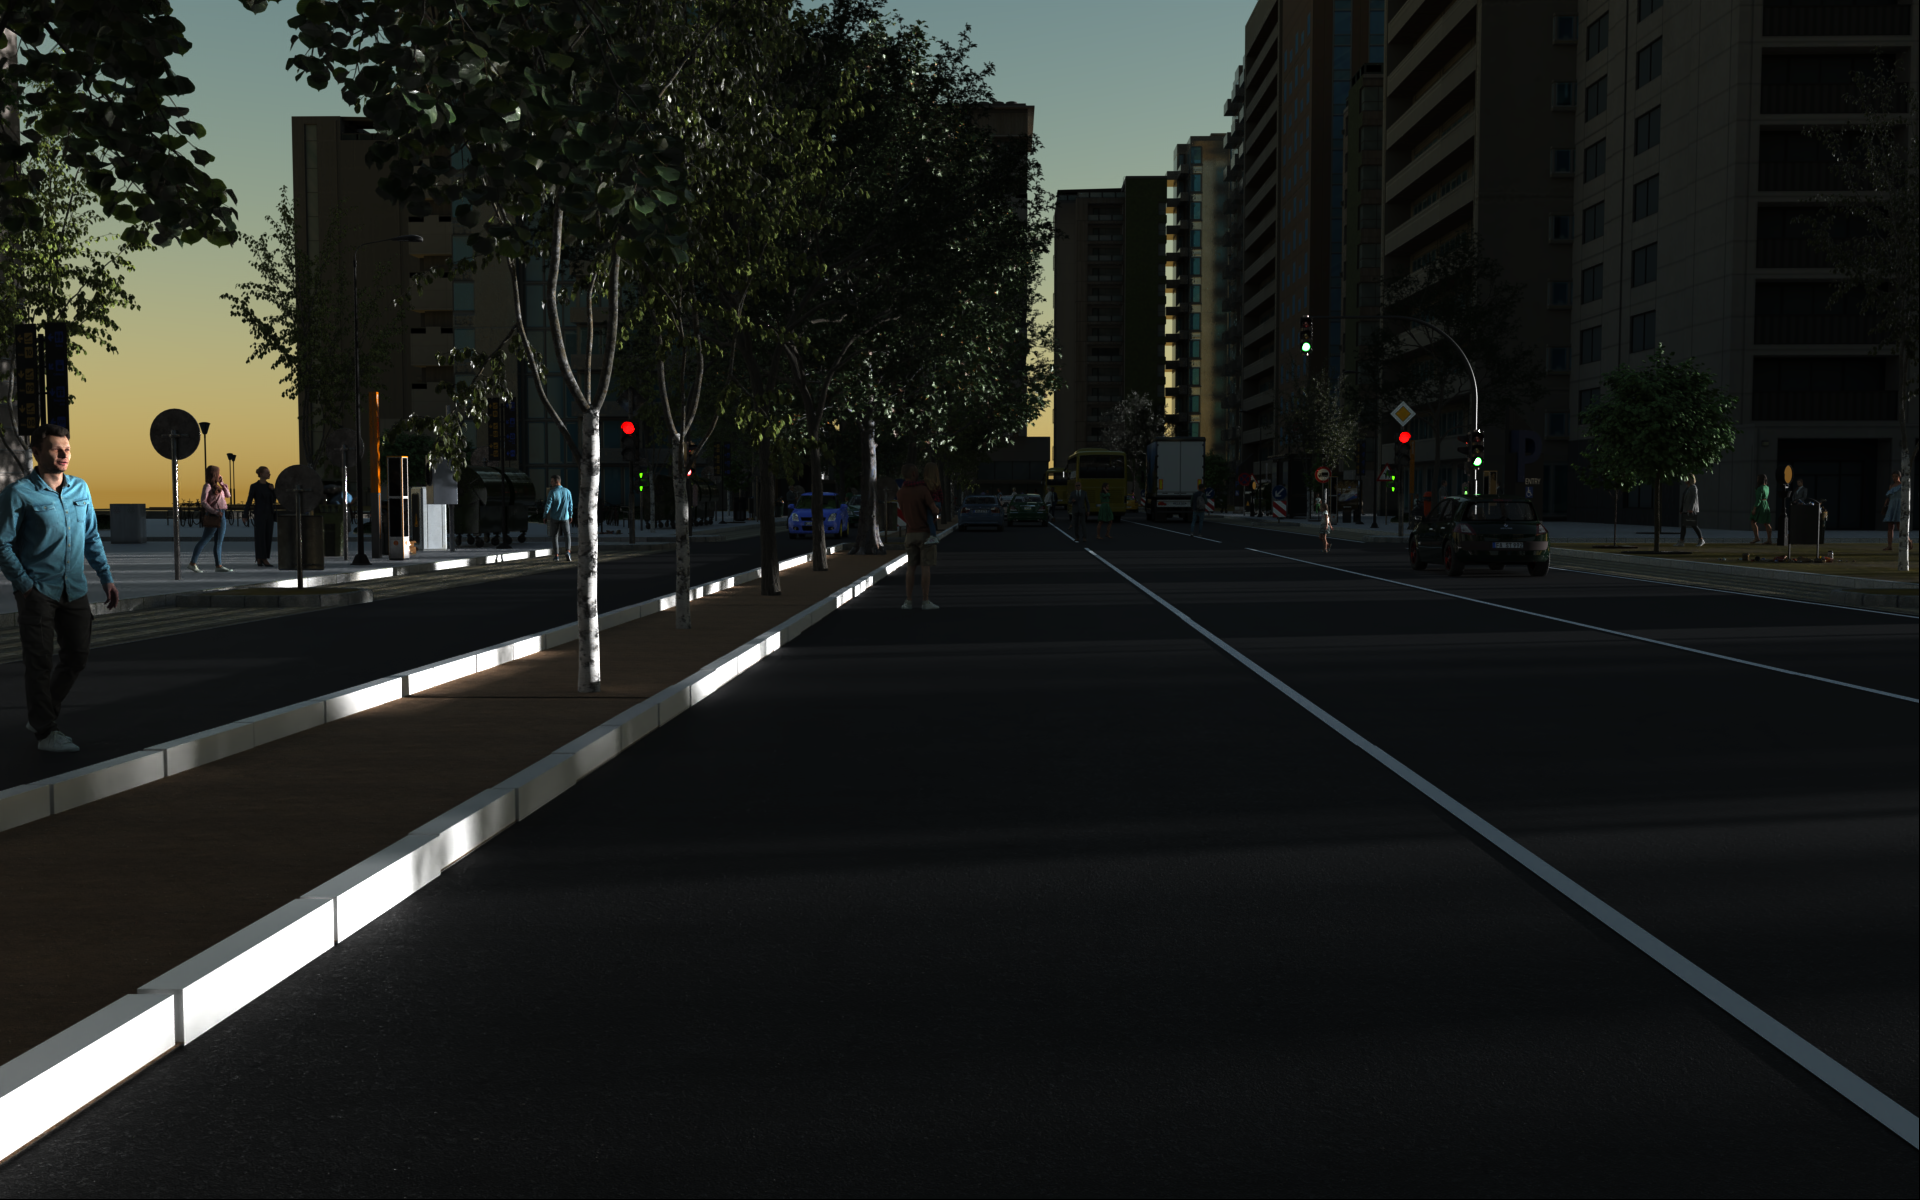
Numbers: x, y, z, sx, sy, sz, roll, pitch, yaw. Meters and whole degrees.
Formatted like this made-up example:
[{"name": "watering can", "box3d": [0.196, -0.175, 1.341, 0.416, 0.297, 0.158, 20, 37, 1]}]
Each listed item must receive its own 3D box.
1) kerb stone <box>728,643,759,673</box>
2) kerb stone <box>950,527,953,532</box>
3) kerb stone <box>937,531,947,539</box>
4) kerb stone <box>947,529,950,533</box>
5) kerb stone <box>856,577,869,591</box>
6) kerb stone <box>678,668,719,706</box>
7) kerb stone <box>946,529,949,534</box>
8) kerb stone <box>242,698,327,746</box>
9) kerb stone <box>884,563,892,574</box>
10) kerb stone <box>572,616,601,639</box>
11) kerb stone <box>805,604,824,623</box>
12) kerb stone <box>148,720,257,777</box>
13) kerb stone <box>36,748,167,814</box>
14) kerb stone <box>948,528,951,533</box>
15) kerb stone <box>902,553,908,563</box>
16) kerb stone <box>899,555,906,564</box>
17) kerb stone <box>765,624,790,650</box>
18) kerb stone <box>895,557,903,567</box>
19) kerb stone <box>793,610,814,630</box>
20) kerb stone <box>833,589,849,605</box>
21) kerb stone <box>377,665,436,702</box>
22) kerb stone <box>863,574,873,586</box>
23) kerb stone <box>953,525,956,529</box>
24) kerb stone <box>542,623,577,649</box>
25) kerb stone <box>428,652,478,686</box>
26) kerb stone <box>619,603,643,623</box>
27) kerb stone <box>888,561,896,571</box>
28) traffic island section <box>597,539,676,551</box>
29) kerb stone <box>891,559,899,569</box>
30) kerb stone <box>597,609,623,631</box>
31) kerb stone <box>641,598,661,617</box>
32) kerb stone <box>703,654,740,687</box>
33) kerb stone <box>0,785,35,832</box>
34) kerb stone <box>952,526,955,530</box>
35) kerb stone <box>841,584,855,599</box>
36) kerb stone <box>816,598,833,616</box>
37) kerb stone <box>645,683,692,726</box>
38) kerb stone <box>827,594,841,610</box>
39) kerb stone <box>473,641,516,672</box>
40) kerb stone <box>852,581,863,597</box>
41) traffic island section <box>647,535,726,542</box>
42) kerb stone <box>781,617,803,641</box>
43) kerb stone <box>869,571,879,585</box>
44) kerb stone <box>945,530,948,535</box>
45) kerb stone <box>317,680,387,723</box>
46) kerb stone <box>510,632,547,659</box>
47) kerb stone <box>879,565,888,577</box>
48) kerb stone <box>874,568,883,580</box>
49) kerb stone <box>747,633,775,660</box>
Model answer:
[{"name": "kerb stone", "box3d": [-1.802, 0.490, 14.208, 0.120, 0.150, 1.000, 0, 4, 2]}, {"name": "kerb stone", "box3d": [-0.433, -2.495, 62.985, 0.120, 0.150, 1.000, 0, 4, 2]}, {"name": "kerb stone", "box3d": [-0.603, -2.119, 56.836, 0.120, 0.150, 1.000, 0, 4, 2]}, {"name": "kerb stone", "box3d": [-0.515, -2.307, 59.920, 0.120, 0.150, 1.000, 0, 4, 2]}, {"name": "kerb stone", "box3d": [-1.483, -0.200, 25.474, 0.120, 0.150, 1.000, 0, 4, 2]}, {"name": "kerb stone", "box3d": [-1.857, 0.620, 12.165, 0.120, 0.150, 1.000, 0, 4, 2]}, {"name": "kerb stone", "box3d": [-0.541, -2.240, 58.894, 0.120, 0.150, 1.000, 0, 4, 2]}, {"name": "kerb stone", "box3d": [-4.015, 0.731, 10.241, 0.120, 0.150, 1.000, 0, 4, 2]}, {"name": "kerb stone", "box3d": [-1.341, -0.514, 30.598, 0.120, 0.150, 1.000, 0, 4, 2]}, {"name": "kerb stone", "box3d": [-3.810, 0.293, 17.404, 0.120, 0.150, 1.000, 0, 4, 2]}, {"name": "kerb stone", "box3d": [-1.656, 0.176, 19.322, 0.120, 0.150, 1.000, 0, 4, 2]}, {"name": "kerb stone", "box3d": [-4.037, 0.794, 9.219, 0.120, 0.150, 1.000, 0, 4, 2]}, {"name": "kerb stone", "box3d": [-4.069, 0.862, 8.190, 0.120, 0.150, 1.000, 0, 4, 2]}, {"name": "kerb stone", "box3d": [-0.481, -2.370, 60.941, 0.120, 0.150, 1.000, 0, 4, 2]}, {"name": "kerb stone", "box3d": [-1.202, -0.826, 35.722, 0.120, 0.150, 1.000, 0, 4, 2]}, {"name": "kerb stone", "box3d": [-1.225, -0.764, 34.691, 0.120, 0.150, 1.000, 0, 4, 2]}, {"name": "kerb stone", "box3d": [-1.742, 0.363, 16.257, 0.120, 0.150, 1.000, 0, 4, 2]}, {"name": "kerb stone", "box3d": [-1.257, -0.702, 33.669, 0.120, 0.150, 1.000, 0, 4, 2]}, {"name": "kerb stone", "box3d": [-1.688, 0.238, 18.300, 0.120, 0.150, 1.000, 0, 4, 2]}, {"name": "kerb stone", "box3d": [-1.578, -0.012, 22.393, 0.120, 0.150, 1.000, 0, 4, 2]}, {"name": "kerb stone", "box3d": [-3.961, 0.606, 12.288, 0.120, 0.150, 1.000, 0, 4, 2]}, {"name": "kerb stone", "box3d": [-1.462, -0.262, 26.502, 0.120, 0.150, 1.000, 0, 4, 2]}, {"name": "kerb stone", "box3d": [-0.335, -2.683, 66.060, 0.120, 0.150, 1.000, 0, 4, 2]}, {"name": "kerb stone", "box3d": [-3.835, 0.356, 16.378, 0.120, 0.150, 1.000, 0, 4, 2]}, {"name": "kerb stone", "box3d": [-3.934, 0.543, 13.309, 0.120, 0.150, 1.000, 0, 4, 2]}, {"name": "kerb stone", "box3d": [-3.758, 0.168, 19.450, 0.120, 0.150, 1.000, 0, 4, 2]}, {"name": "kerb stone", "box3d": [-1.315, -0.576, 31.620, 0.120, 0.150, 1.000, 0, 4, 2]}, {"name": "traffic island section", "box3d": [-8.524, -1.386, 44.937, 2.009, 0.180, 2.903, 0, 4, 2]}, {"name": "kerb stone", "box3d": [-1.282, -0.639, 32.641, 0.120, 0.150, 1.000, 0, 4, 2]}, {"name": "kerb stone", "box3d": [-3.785, 0.232, 18.428, 0.120, 0.150, 1.000, 0, 4, 2]}, {"name": "kerb stone", "box3d": [-3.724, 0.107, 20.471, 0.120, 0.150, 1.000, 0, 4, 2]}, {"name": "kerb stone", "box3d": [-1.832, 0.551, 13.186, 0.120, 0.150, 1.000, 0, 4, 2]}, {"name": "kerb stone", "box3d": [-4.103, 0.922, 7.169, 0.120, 0.150, 1.000, 0, 4, 2]}, {"name": "kerb stone", "box3d": [-0.359, -2.619, 65.035, 0.120, 0.150, 1.000, 0, 4, 2]}, {"name": "kerb stone", "box3d": [-1.554, -0.075, 23.426, 0.120, 0.150, 1.000, 0, 4, 2]}, {"name": "kerb stone", "box3d": [-1.631, 0.113, 20.348, 0.120, 0.150, 1.000, 0, 4, 2]}, {"name": "kerb stone", "box3d": [-1.891, 0.678, 11.142, 0.120, 0.150, 1.000, 0, 4, 2]}, {"name": "kerb stone", "box3d": [-1.603, 0.055, 21.370, 0.120, 0.150, 1.000, 0, 4, 2]}, {"name": "kerb stone", "box3d": [-3.901, 0.481, 14.331, 0.120, 0.150, 1.000, 0, 4, 2]}, {"name": "kerb stone", "box3d": [-1.509, -0.132, 24.452, 0.120, 0.150, 1.000, 0, 4, 2]}, {"name": "traffic island section", "box3d": [-8.299, -1.874, 52.919, 2.009, 0.180, 2.903, 0, 4, 2]}, {"name": "kerb stone", "box3d": [-1.708, 0.301, 17.278, 0.120, 0.150, 1.000, 0, 4, 2]}, {"name": "kerb stone", "box3d": [-1.422, -0.320, 27.523, 0.120, 0.150, 1.000, 0, 4, 2]}, {"name": "kerb stone", "box3d": [-0.562, -2.180, 57.868, 0.120, 0.150, 1.000, 0, 4, 2]}, {"name": "kerb stone", "box3d": [-3.985, 0.668, 11.266, 0.120, 0.150, 1.000, 0, 4, 2]}, {"name": "kerb stone", "box3d": [-3.874, 0.419, 15.353, 0.120, 0.150, 1.000, 0, 4, 2]}, {"name": "kerb stone", "box3d": [-1.367, -0.451, 29.575, 0.120, 0.150, 1.000, 0, 4, 2]}, {"name": "kerb stone", "box3d": [-1.400, -0.388, 28.545, 0.120, 0.150, 1.000, 0, 4, 2]}, {"name": "kerb stone", "box3d": [-1.774, 0.426, 15.230, 0.120, 0.150, 1.000, 0, 4, 2]}]
